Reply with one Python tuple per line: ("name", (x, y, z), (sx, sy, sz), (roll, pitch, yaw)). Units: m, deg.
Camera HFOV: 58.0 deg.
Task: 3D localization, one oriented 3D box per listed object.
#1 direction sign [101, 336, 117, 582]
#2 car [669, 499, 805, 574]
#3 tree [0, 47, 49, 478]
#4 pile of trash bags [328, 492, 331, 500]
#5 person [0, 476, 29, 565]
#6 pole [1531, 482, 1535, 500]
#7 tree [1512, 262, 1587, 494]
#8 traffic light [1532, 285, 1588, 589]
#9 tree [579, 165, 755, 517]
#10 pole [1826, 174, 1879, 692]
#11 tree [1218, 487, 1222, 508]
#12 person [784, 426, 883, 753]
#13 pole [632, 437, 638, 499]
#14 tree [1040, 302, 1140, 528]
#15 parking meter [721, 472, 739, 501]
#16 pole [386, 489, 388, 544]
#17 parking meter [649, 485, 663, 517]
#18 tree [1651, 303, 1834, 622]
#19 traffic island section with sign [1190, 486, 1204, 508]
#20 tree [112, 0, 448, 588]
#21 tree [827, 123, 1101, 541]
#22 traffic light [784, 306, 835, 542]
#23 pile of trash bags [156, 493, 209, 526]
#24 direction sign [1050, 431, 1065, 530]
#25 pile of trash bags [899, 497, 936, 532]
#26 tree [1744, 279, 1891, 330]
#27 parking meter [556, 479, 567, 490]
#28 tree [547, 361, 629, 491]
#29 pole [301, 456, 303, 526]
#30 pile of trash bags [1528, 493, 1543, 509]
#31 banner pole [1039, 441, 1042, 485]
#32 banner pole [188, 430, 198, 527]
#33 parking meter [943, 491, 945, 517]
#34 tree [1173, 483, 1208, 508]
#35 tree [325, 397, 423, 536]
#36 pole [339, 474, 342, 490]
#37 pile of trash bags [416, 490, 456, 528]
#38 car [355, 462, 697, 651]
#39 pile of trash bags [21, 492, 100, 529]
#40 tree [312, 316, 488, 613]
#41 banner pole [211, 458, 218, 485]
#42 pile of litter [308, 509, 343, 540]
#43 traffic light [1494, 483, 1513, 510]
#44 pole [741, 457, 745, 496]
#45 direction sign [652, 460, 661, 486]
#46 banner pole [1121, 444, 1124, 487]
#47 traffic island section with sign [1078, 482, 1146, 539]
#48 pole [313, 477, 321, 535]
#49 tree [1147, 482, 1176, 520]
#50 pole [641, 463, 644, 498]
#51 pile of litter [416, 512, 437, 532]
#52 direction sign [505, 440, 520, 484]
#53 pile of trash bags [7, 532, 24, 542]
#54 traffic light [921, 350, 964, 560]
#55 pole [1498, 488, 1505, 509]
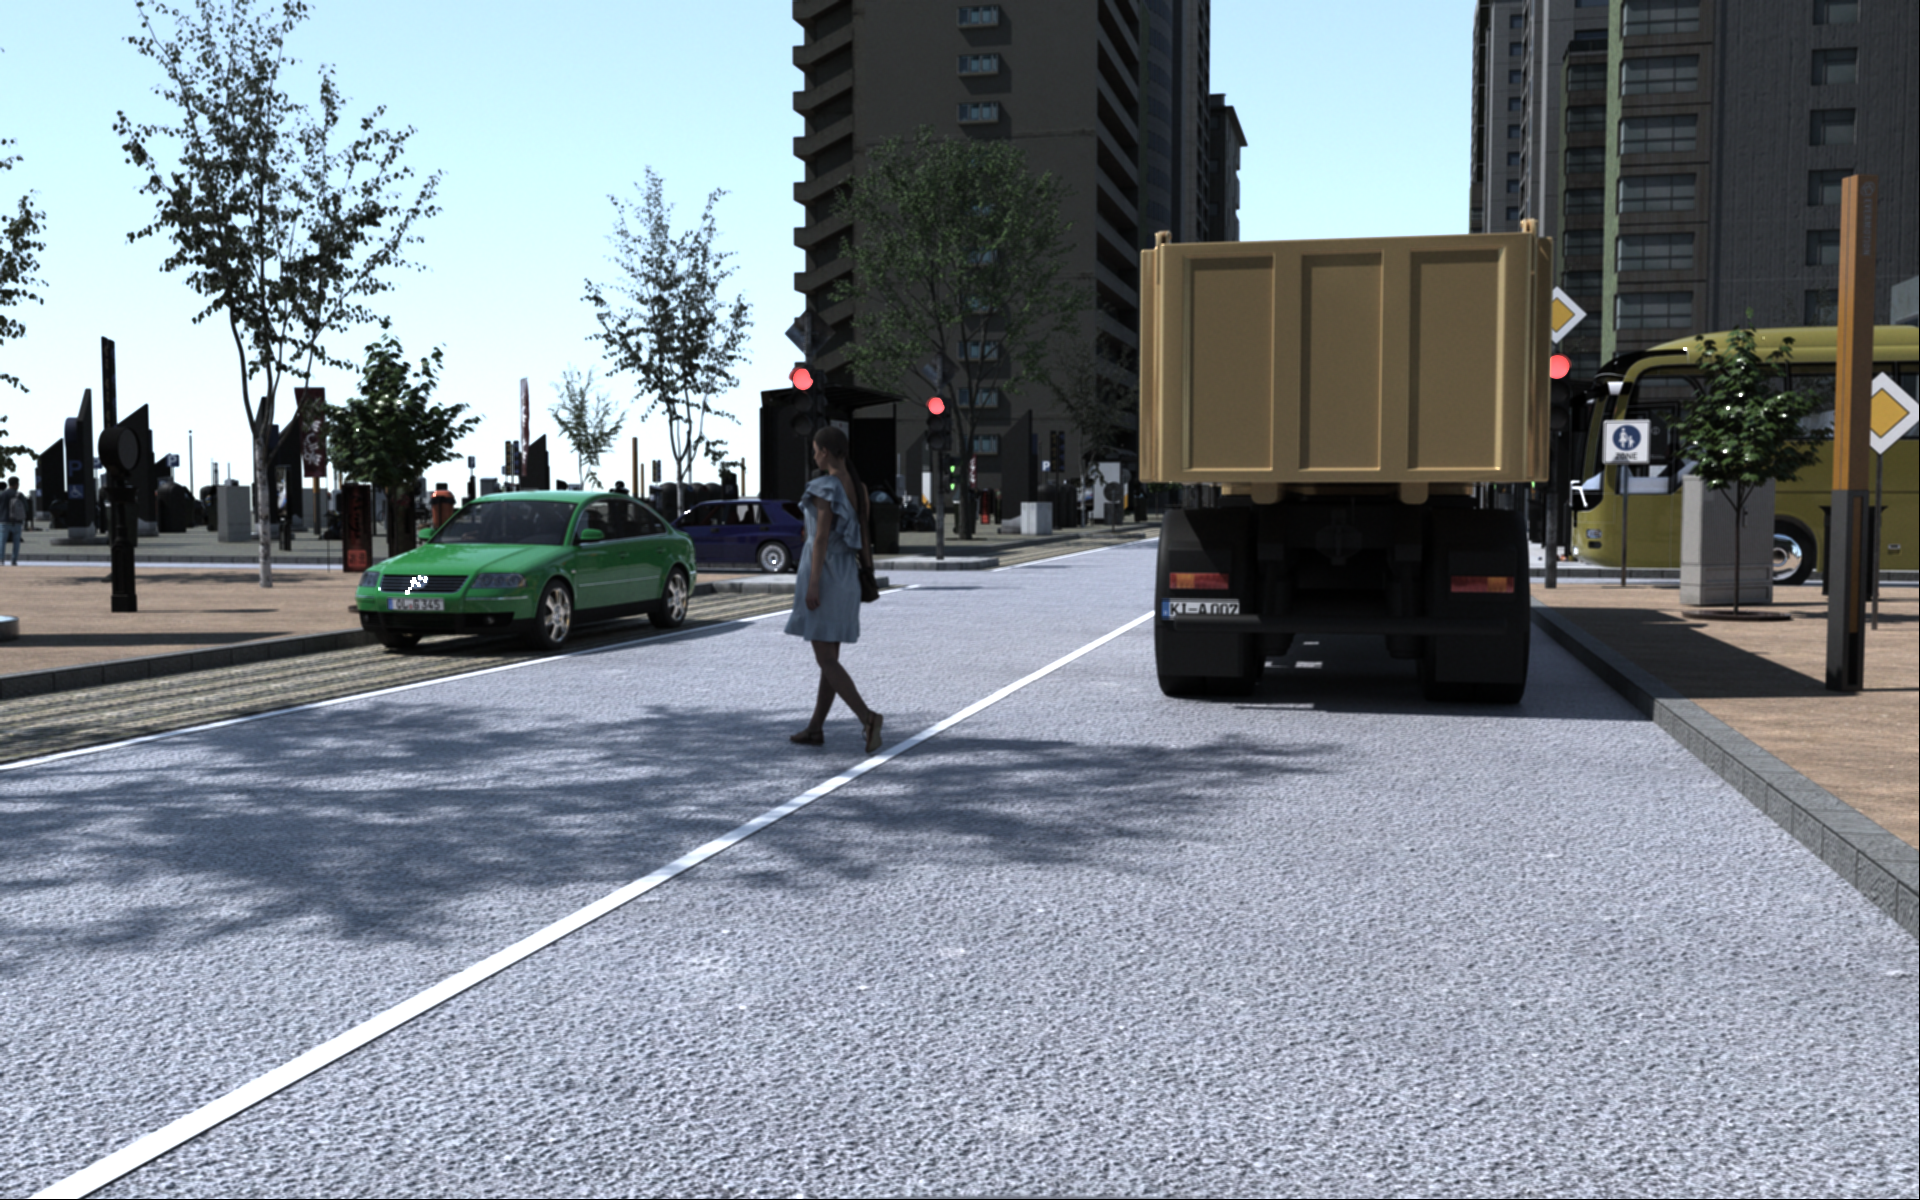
("direction sign", (-12.405, -2.038, 25.324), (0.379, 3.537, 0.876), (-1, 4, -16))
("car", (-4.378, -1.179, 31.863), (3.894, 1.354, 1.945), (1, 4, 14))
("tree", (-15.554, -4.617, 25.848), (4.737, 8.622, 4.395), (0, 3, 0))
("pile of trash bags", (-28.197, -4.066, 76.227), (1.912, 1.369, 3.447), (-1, 4, -8))
("person", (-18.636, -1.540, 34.021), (0.623, 1.781, 0.721), (-2, 4, -31))
("pole", (23.749, -4.764, 71.730), (0.158, 3.312, 0.155), (0, 3, 0))
("tree", (16.647, -6.221, 52.073), (4.360, 8.622, 3.978), (0, 3, 0))
("traffic light", (8.027, -2.114, 23.477), (0.839, 4.253, 0.868), (1, 4, 14))
("tree", (-6.336, -5.411, 38.839), (4.360, 8.622, 3.978), (0, 3, 0))
("pole", (5.774, -1.062, 11.209), (0.158, 3.312, 0.155), (0, 3, 0))
("tree", (17.321, -10.158, 116.452), (4.737, 8.622, 4.395), (0, 3, 0))
("person", (-0.666, -0.070, 9.737), (0.778, 1.811, 0.616), (3, 5, 43))
("pole", (-11.633, -4.171, 62.034), (0.158, 3.312, 0.155), (0, 3, 0))
("tree", (4.929, -7.067, 65.908), (4.360, 8.622, 3.978), (0, 3, 0))
("parking meter", (-5.525, -2.196, 41.620), (0.399, 1.863, 0.255), (0, 4, -5))
("pole", (-14.758, -3.118, 44.825), (0.158, 3.312, 0.155), (0, 3, 0))
("parking meter", (-8.482, -2.443, 48.351), (0.372, 1.533, 0.369), (0, 3, 0))
("tree", (7.994, -1.412, 17.690), (1.663, 3.219, 1.824), (0, 3, 0))
("traffic island section with sign", (11.271, -4.501, 82.226), (1.989, 1.847, 2.006), (1, 4, 14))
("tree", (-9.372, -4.466, 23.376), (4.360, 8.622, 3.978), (0, 3, 0))
("tree", (0.142, -7.484, 48.116), (9.928, 11.665, 9.643), (0, 3, 0))
("traffic light", (-2.245, -2.264, 25.930), (0.839, 4.253, 0.868), (1, 4, 14))
("pile of trash bags", (-31.577, -3.682, 69.948), (1.912, 1.369, 3.447), (0, 4, 4))
("direction sign", (3.489, -4.290, 62.142), (0.379, 3.537, 0.876), (3, 4, 37))
("pile of trash bags", (-2.615, -2.995, 58.725), (3.447, 1.369, 1.912), (-1, 4, -21))
("tree", (28.648, -6.646, 59.026), (4.360, 8.622, 3.978), (0, 3, 0))
("parking meter", (-15.717, -3.832, 68.362), (0.399, 1.863, 0.255), (-1, 4, -11))
("tree", (-20.932, -8.958, 96.827), (4.737, 8.622, 4.395), (0, 3, 0))
("pole", (-22.747, -4.021, 59.590), (0.158, 3.312, 0.155), (0, 3, 0))
("pile of trash bags", (30.976, -5.232, 95.303), (3.447, 1.369, 1.912), (-1, 4, -17))
("banner pole", (3.620, -5.658, 82.525), (0.863, 3.779, 0.401), (2, 4, 33))
("banner pole", (-30.129, -4.766, 67.945), (0.401, 3.779, 0.863), (-1, 4, -20))
("parking meter", (-1.029, -5.338, 95.683), (0.372, 1.533, 0.369), (0, 3, 0))
("tree", (12.898, -7.025, 98.579), (4.285, 4.588, 4.351), (0, 3, 0))
("tree", (-17.864, -4.235, 52.962), (4.285, 4.588, 4.351), (0, 3, 0))
("pole", (-43.526, -7.822, 121.737), (0.158, 3.312, 0.155), (0, 3, 0))
("pile of trash bags", (-11.300, -2.008, 42.583), (3.447, 1.369, 1.912), (0, 4, -2))
("car", (-4.180, -0.520, 17.305), (1.959, 1.807, 4.718), (1, 4, 14))
("pile of trash bags", (-33.539, -3.340, 64.359), (3.447, 1.369, 1.912), (-1, 4, -12))
("tree", (-6.321, -1.493, 19.014), (1.663, 3.219, 1.824), (0, 3, 0))
("banner pole", (-52.076, -8.013, 121.026), (0.863, 3.779, 0.401), (2, 4, 30))
("pile of litter", (-17.383, -2.111, 48.479), (1.719, 0.858, 1.176), (2, 4, 25))
("traffic light", (9.900, -2.588, 31.240), (0.839, 4.253, 0.868), (1, 4, 14))
("pole", (-12.038, -6.260, 96.187), (0.158, 3.312, 0.155), (0, 3, 0))
("direction sign", (-20.096, -7.512, 114.812), (0.876, 3.537, 0.379), (3, 5, 42))
("banner pole", (8.185, -5.971, 87.648), (0.401, 3.779, 0.863), (0, 4, -2))
("traffic island section with sign", (4.957, -2.898, 56.018), (1.989, 1.847, 2.006), (1, 4, 14))
("pole", (-20.283, -3.714, 54.567), (0.158, 3.312, 0.155), (0, 3, 0))
("tree", (9.889, -5.676, 87.401), (1.663, 3.219, 1.824), (0, 3, 0))
("pole", (-21.091, -7.412, 115.036), (0.158, 3.312, 0.155), (0, 3, 0))
("pile of litter", (-18.133, -2.779, 59.398), (1.176, 0.858, 1.719), (2, 4, 24))
("direction sign", (-18.968, -4.982, 73.446), (0.876, 3.537, 0.379), (3, 4, 37))
("pile of trash bags", (-26.661, -2.226, 46.155), (3.447, 1.369, 1.912), (2, 4, 31))
("traffic light", (-0.372, -2.738, 33.693), (0.839, 4.253, 0.868), (1, 4, 14))
("pole", (13.988, -3.110, 44.690), (0.158, 3.312, 0.155), (0, 3, 0))
